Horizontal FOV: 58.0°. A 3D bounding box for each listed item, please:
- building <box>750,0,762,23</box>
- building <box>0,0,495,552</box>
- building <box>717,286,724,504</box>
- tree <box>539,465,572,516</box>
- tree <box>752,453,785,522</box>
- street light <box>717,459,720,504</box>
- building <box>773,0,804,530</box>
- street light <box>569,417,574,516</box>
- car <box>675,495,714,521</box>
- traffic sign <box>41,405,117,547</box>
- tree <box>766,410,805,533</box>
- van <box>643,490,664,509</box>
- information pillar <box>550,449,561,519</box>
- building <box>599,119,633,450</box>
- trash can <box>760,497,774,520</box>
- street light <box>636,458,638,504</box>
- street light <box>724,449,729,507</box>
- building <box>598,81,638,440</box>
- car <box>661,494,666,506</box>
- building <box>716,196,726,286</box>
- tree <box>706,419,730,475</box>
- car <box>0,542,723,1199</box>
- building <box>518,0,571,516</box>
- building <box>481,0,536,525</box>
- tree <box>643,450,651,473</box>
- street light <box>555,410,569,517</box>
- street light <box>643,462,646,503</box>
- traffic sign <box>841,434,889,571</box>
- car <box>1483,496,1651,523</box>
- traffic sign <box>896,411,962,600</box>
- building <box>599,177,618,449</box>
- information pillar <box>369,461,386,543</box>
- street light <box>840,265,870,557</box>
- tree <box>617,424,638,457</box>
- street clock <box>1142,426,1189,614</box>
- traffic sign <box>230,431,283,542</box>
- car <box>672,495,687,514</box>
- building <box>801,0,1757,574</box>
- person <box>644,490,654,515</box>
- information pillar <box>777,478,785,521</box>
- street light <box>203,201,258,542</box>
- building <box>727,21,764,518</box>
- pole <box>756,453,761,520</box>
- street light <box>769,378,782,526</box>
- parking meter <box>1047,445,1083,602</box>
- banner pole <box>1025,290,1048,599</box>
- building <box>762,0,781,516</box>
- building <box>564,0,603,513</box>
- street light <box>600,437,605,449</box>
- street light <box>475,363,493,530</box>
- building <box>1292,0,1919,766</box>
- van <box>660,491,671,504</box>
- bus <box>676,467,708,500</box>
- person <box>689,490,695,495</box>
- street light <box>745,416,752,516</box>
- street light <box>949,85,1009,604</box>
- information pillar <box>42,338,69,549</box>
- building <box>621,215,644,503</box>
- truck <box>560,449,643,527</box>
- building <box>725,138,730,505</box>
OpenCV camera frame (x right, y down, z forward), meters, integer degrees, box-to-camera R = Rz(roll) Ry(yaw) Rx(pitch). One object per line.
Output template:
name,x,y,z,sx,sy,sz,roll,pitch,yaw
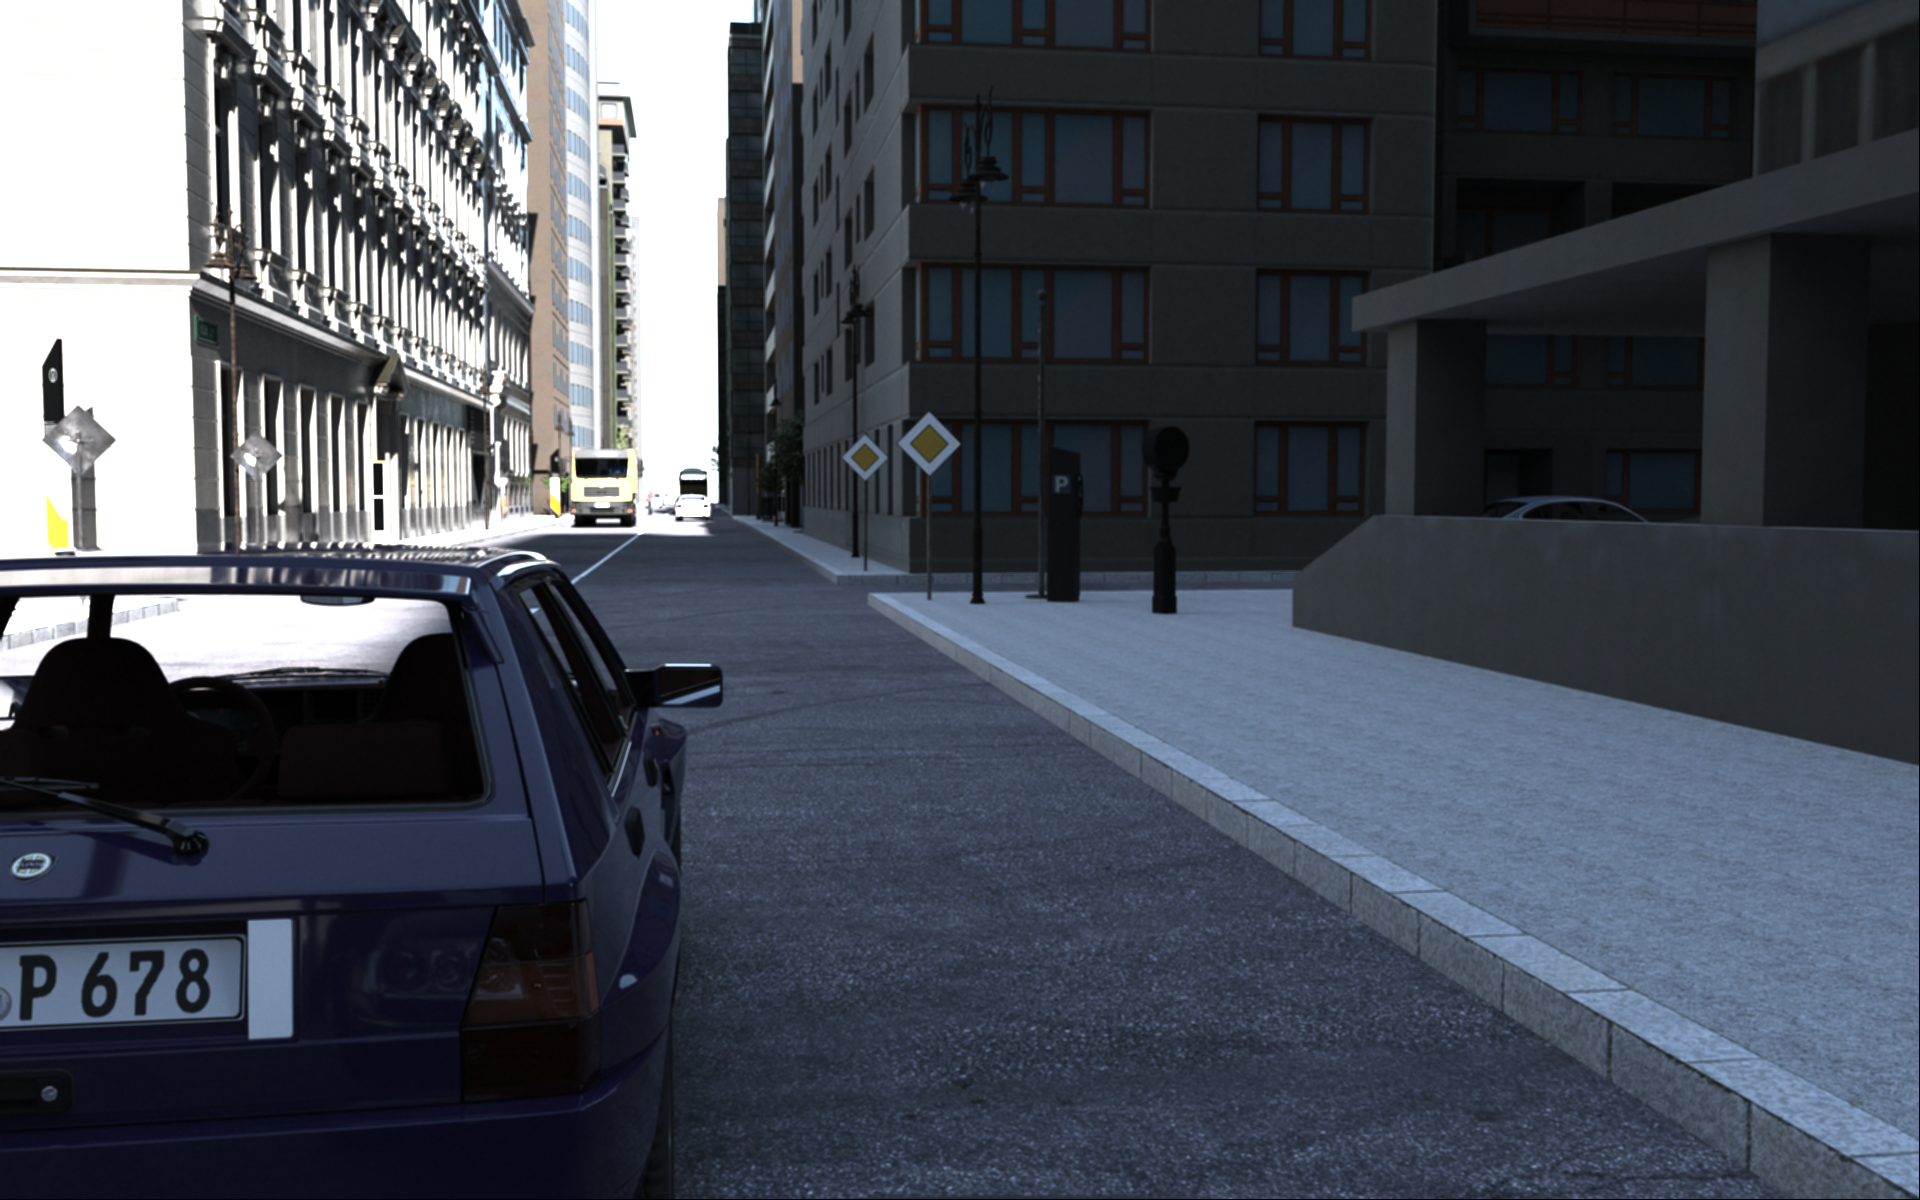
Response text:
building,-9.762,-33.331,164.577,23.786,49.044,30.456,-1,4,-9
building,-23.416,-16.561,47.180,17.030,29.872,44.131,-1,4,-9
building,-26.670,-28.688,240.749,14.160,30.474,14.107,-1,4,-9
tree,-23.142,-6.443,99.937,1.663,3.219,1.824,0,3,0
tree,-8.762,-5.201,79.632,1.663,3.219,1.824,0,3,0
street light,-31.530,-15.566,227.290,0.468,5.910,1.993,-1,4,-9
building,-0.049,-25.525,67.451,14.600,45.320,14.200,-1,4,-9
street light,-23.228,-7.992,103.462,0.468,5.910,1.993,-1,4,-9
car,-14.166,-4.887,92.262,2.083,1.381,4.827,0,4,-7
traffic sign,-9.912,-0.971,19.520,0.795,2.450,0.064,-1,4,-9
tree,-4.785,-4.536,57.874,4.285,4.588,4.351,0,3,0
van,-30.671,-10.171,173.299,2.013,2.044,4.112,-1,4,-10
information pillar,-20.814,-5.975,89.040,0.183,3.616,0.504,3,5,39
building,-48.848,-33.172,196.983,22.147,44.769,28.867,-1,4,-9
trash can,-9.554,-4.539,85.861,0.748,1.137,0.748,0,3,0
street light,-40.817,-15.072,219.207,0.468,5.910,1.993,-1,4,-9
street light,-23.979,-12.551,178.003,0.468,5.910,1.993,-1,4,-9
building,-56.399,-38.827,224.053,28.713,52.752,27.495,-1,4,-9
car,-38.064,-12.612,218.206,2.014,1.417,4.499,-1,4,-11
building,-28.579,-36.954,254.313,14.600,45.320,14.200,-1,4,-9
tree,-24.183,-15.472,187.383,7.601,10.594,8.767,2,4,30
car,-1.540,0.515,4.162,1.945,1.354,3.894,-1,4,-9
building,-32.045,-27.990,107.744,14.600,45.320,14.200,-1,4,-9
building,-26.971,-17.933,79.109,13.634,28.700,20.117,-1,4,-9
tree,-48.408,-18.901,259.386,4.360,8.622,3.978,0,3,0
street light,-21.961,-7.480,95.082,0.468,5.910,1.993,-1,4,-9
street light,-46.104,-17.150,253.186,0.468,5.910,1.993,-1,4,-9
traffic sign,-1.581,-1.541,28.845,0.795,2.450,0.064,-1,4,-9
car,8.957,-0.795,24.994,4.499,1.417,2.014,-1,4,-9
traffic sign,-0.375,-1.059,20.951,0.795,2.450,0.064,-1,4,-9
building,-40.051,-24.017,164.374,14.160,30.474,14.107,-1,4,-9
information pillar,-12.993,-2.090,38.670,0.304,2.012,0.304,-2,4,-24
street light,-2.127,-3.810,35.084,0.468,5.910,1.993,-1,4,-9
tree,-35.281,-13.953,178.497,4.737,8.622,4.395,0,3,0
street clock,2.202,-0.858,18.598,0.471,2.002,0.358,-2,4,-31
traffic sign,-11.118,-1.454,27.414,0.795,2.450,0.064,-1,4,-9
car,-19.829,-6.915,125.421,2.083,1.381,4.827,-1,4,-10
building,11.389,-12.109,43.022,28.899,21.520,27.650,-1,4,-9
person,-21.480,-6.751,119.597,0.721,1.743,1.217,-3,5,-43
information pillar,-8.371,-4.703,81.387,0.304,2.012,0.304,3,5,40
street light,-11.614,-3.360,27.727,0.468,5.910,1.993,-1,4,-9
building,-7.791,-20.751,110.985,14.160,30.474,14.107,-1,4,-9
pole,-10.136,-5.702,87.067,0.158,3.312,0.155,0,3,0
street light,-7.334,-5.881,68.935,0.468,5.910,1.993,-1,4,-9
parking meter,1.252,-0.914,20.663,0.399,1.863,0.255,1,4,17
banner pole,1.001,-1.928,21.539,0.401,3.779,0.863,0,4,-2
building,0.474,-28.739,93.583,21.300,48.544,21.600,-1,4,-9
building,-38.130,-35.836,127.922,21.231,58.520,28.212,-1,4,-9
street light,-28.201,-10.036,136.874,0.468,5.910,1.993,-1,4,-9
street light,-16.746,-5.402,61.115,0.468,5.910,1.993,-1,4,-9
building,20.187,-19.525,11.120,32.217,40.220,23.993,-1,4,-9
van,-43.591,-15.169,255.030,2.013,2.044,4.112,-1,4,-9
bus,-24.616,-10.274,159.520,2.896,3.916,12.252,-1,4,-10
person,-18.867,-6.888,122.065,0.756,1.711,0.436,1,4,19
street light,-12.539,-7.952,102.801,0.468,5.910,1.993,-1,4,-9
street light,0.207,-2.897,20.147,0.468,5.910,1.993,-1,4,-9
information pillar,-13.676,-2.131,26.196,0.504,3.616,0.183,2,4,35
building,-52.442,-34.409,246.176,14.154,41.232,14.086,-1,4,-9
truck,-15.719,-4.943,76.750,3.469,3.379,9.791,-1,4,-9
building,-20.320,-31.751,202.723,14.154,41.232,14.086,-1,4,-9
